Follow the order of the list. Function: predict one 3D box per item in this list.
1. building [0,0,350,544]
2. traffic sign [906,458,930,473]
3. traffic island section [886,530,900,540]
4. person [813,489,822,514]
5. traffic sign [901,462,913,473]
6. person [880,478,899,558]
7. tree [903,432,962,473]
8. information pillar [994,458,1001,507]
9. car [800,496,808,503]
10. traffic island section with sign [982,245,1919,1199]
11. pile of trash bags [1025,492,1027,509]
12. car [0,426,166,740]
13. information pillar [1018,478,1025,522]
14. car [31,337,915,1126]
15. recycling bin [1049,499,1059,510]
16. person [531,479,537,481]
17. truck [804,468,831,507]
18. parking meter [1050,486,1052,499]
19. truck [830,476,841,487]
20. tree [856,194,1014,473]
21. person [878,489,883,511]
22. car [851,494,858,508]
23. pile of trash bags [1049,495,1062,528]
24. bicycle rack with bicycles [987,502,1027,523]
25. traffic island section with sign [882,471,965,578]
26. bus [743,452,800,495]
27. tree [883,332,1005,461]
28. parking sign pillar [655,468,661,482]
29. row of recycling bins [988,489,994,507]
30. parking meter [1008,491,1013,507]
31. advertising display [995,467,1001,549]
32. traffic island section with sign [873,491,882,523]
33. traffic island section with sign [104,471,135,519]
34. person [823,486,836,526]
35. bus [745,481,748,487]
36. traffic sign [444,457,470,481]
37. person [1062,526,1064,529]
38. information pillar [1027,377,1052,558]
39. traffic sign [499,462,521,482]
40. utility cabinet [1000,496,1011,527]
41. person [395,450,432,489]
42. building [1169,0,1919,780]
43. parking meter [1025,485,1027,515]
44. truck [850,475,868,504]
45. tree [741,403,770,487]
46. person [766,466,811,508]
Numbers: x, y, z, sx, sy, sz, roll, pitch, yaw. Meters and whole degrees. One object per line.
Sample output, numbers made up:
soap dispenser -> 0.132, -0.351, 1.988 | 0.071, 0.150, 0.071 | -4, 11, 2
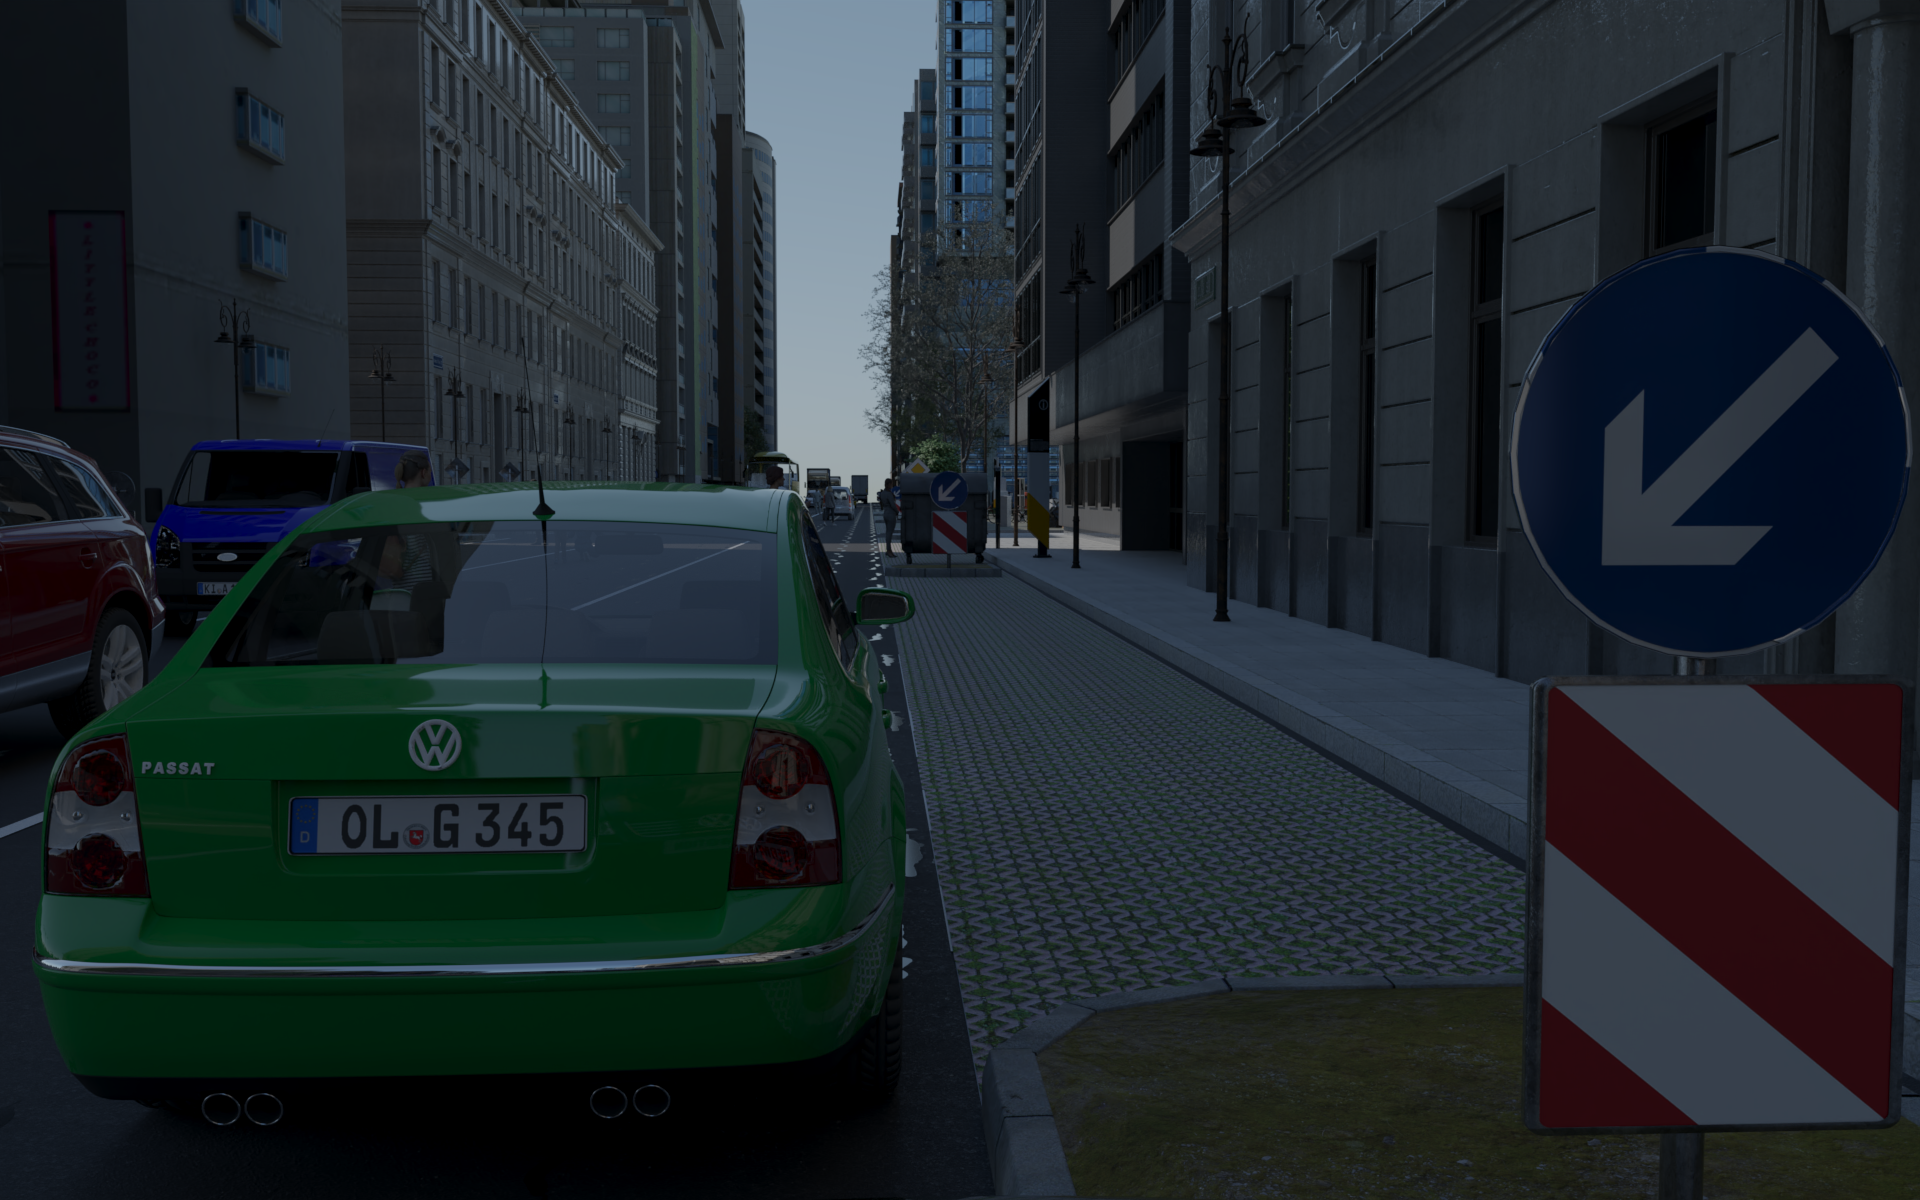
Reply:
building -> -28.089, -25.408, 39.122 | 21.600, 48.544, 21.300 | 0, 4, -3
traffic sign -> -1.312, -3.235, 55.086 | 0.795, 2.593, 0.064 | 0, 4, -3
traffic island section -> -1.289, -2.012, 55.170 | 2.009, 0.180, 2.903 | 0, 4, -3
person -> -10.060, -6.945, 122.157 | 0.635, 1.810, 0.391 | -1, 4, -15
traffic sign -> -1.727, -3.723, 63.060 | 0.795, 2.593, 0.064 | 0, 4, -3
person -> -1.509, -1.839, 38.839 | 0.573, 1.790, 0.520 | -3, 5, -43
tree -> -1.265, -6.586, 91.397 | 4.285, 4.588, 4.351 | 0, 3, 0
information pillar -> 2.426, -7.425, 112.754 | 0.504, 3.616, 0.183 | 1, 4, 11
car -> -11.152, -6.310, 115.754 | 1.945, 1.354, 3.894 | 0, 4, -5
traffic island section with sign -> 1.065, 0.310, 3.562 | 1.989, 1.847, 2.006 | 0, 4, -3
pile of trash bags -> 4.437, -4.708, 86.721 | 3.447, 1.369, 1.912 | 2, 4, 32
car -> -5.768, 0.012, 8.480 | 2.281, 1.827, 5.304 | 0, 4, -3
information pillar -> 2.792, -4.638, 80.315 | 0.304, 2.012, 0.304 | -3, 5, -41
car -> -1.099, 0.205, 5.441 | 1.959, 1.807, 4.718 | 0, 4, -3
recycling bin -> 4.647, -4.335, 83.427 | 0.722, 1.027, 0.722 | -1, 4, -21
person -> -11.835, -2.464, 48.588 | 0.655, 1.846, 0.447 | 2, 4, 34
truck -> -15.419, -12.229, 188.852 | 2.839, 4.237, 11.283 | 0, 4, -3
parking meter -> 6.175, -6.974, 119.737 | 0.399, 1.863, 0.255 | 1, 4, 16
truck -> -19.978, -17.292, 271.643 | 2.839, 4.237, 11.283 | 0, 4, -3
tree -> 0.237, -9.831, 71.110 | 12.009, 13.543, 11.850 | 0, 3, 0
person -> -6.667, -8.479, 146.764 | 0.705, 1.869, 1.348 | 1, 4, 18
car -> -11.421, -10.161, 176.352 | 2.015, 1.641, 3.980 | 0, 4, -5
pile of trash bags -> 5.078, -3.462, 66.354 | 3.447, 1.369, 1.912 | -2, 4, -26
bicycle rack with bicycles -> 2.107, -3.839, 76.151 | 2.925, 0.926, 2.852 | 2, 4, 30
traffic island section with sign -> -0.330, -1.337, 30.481 | 1.989, 1.847, 2.006 | 0, 4, -3
bus -> -11.174, -6.892, 104.224 | 2.896, 3.916, 12.252 | 0, 4, -3
tree -> -0.941, -10.150, 100.357 | 7.601, 10.594, 8.767 | 0, 4, -5
parking sign pillar -> -23.945, -8.944, 134.707 | 1.447, 3.967, 1.447 | 1, 4, 23
row of recycling bins -> 1.322, -7.082, 122.903 | 3.534, 1.692, 1.069 | -1, 4, -13
parking meter -> 3.823, -7.555, 131.939 | 0.372, 1.533, 0.369 | 0, 3, 0
advertising display -> 0.900, -2.194, 41.081 | 0.123, 1.923, 0.974 | 0, 4, 2
traffic island section with sign -> -3.203, -4.713, 85.685 | 1.989, 1.847, 2.006 | 0, 4, -3
traffic island section with sign -> -14.510, -1.267, 29.337 | 1.989, 1.847, 2.006 | 0, 4, -3
person -> -5.980, -4.282, 78.688 | 0.709, 1.800, 0.728 | 3, 5, 40
bus -> -17.581, -10.001, 158.382 | 2.948, 3.499, 13.247 | 0, 4, -1
traffic sign -> -15.788, -3.191, 54.356 | 0.795, 2.593, 0.064 | 0, 4, -3
person -> 3.909, -3.249, 63.832 | 0.362, 1.253, 0.373 | -1, 4, -19
information pillar -> 1.585, -2.651, 34.699 | 0.504, 3.616, 0.183 | -2, 4, -27
traffic sign -> -16.203, -3.678, 62.330 | 0.795, 2.593, 0.064 | 0, 4, -3
utility cabinet -> 1.813, -3.500, 68.383 | 0.306, 1.237, 1.020 | 1, 4, 11
person -> -3.325, -0.066, 10.584 | 0.512, 1.701, 0.522 | 2, 4, 31
building -> 12.146, -13.815, 2.290 | 17.030, 29.872, 44.131 | 0, 4, -3
parking meter -> 4.145, -6.195, 106.996 | 0.255, 1.863, 0.399 | 2, 4, 25
truck -> -14.972, -16.459, 258.024 | 2.839, 4.237, 11.283 | 0, 4, -4
tree -> -27.066, -18.154, 213.823 | 9.611, 12.733, 9.660 | 0, 3, 0
person -> -2.021, -0.658, 19.823 | 0.480, 1.755, 0.524 | 3, 4, 36
